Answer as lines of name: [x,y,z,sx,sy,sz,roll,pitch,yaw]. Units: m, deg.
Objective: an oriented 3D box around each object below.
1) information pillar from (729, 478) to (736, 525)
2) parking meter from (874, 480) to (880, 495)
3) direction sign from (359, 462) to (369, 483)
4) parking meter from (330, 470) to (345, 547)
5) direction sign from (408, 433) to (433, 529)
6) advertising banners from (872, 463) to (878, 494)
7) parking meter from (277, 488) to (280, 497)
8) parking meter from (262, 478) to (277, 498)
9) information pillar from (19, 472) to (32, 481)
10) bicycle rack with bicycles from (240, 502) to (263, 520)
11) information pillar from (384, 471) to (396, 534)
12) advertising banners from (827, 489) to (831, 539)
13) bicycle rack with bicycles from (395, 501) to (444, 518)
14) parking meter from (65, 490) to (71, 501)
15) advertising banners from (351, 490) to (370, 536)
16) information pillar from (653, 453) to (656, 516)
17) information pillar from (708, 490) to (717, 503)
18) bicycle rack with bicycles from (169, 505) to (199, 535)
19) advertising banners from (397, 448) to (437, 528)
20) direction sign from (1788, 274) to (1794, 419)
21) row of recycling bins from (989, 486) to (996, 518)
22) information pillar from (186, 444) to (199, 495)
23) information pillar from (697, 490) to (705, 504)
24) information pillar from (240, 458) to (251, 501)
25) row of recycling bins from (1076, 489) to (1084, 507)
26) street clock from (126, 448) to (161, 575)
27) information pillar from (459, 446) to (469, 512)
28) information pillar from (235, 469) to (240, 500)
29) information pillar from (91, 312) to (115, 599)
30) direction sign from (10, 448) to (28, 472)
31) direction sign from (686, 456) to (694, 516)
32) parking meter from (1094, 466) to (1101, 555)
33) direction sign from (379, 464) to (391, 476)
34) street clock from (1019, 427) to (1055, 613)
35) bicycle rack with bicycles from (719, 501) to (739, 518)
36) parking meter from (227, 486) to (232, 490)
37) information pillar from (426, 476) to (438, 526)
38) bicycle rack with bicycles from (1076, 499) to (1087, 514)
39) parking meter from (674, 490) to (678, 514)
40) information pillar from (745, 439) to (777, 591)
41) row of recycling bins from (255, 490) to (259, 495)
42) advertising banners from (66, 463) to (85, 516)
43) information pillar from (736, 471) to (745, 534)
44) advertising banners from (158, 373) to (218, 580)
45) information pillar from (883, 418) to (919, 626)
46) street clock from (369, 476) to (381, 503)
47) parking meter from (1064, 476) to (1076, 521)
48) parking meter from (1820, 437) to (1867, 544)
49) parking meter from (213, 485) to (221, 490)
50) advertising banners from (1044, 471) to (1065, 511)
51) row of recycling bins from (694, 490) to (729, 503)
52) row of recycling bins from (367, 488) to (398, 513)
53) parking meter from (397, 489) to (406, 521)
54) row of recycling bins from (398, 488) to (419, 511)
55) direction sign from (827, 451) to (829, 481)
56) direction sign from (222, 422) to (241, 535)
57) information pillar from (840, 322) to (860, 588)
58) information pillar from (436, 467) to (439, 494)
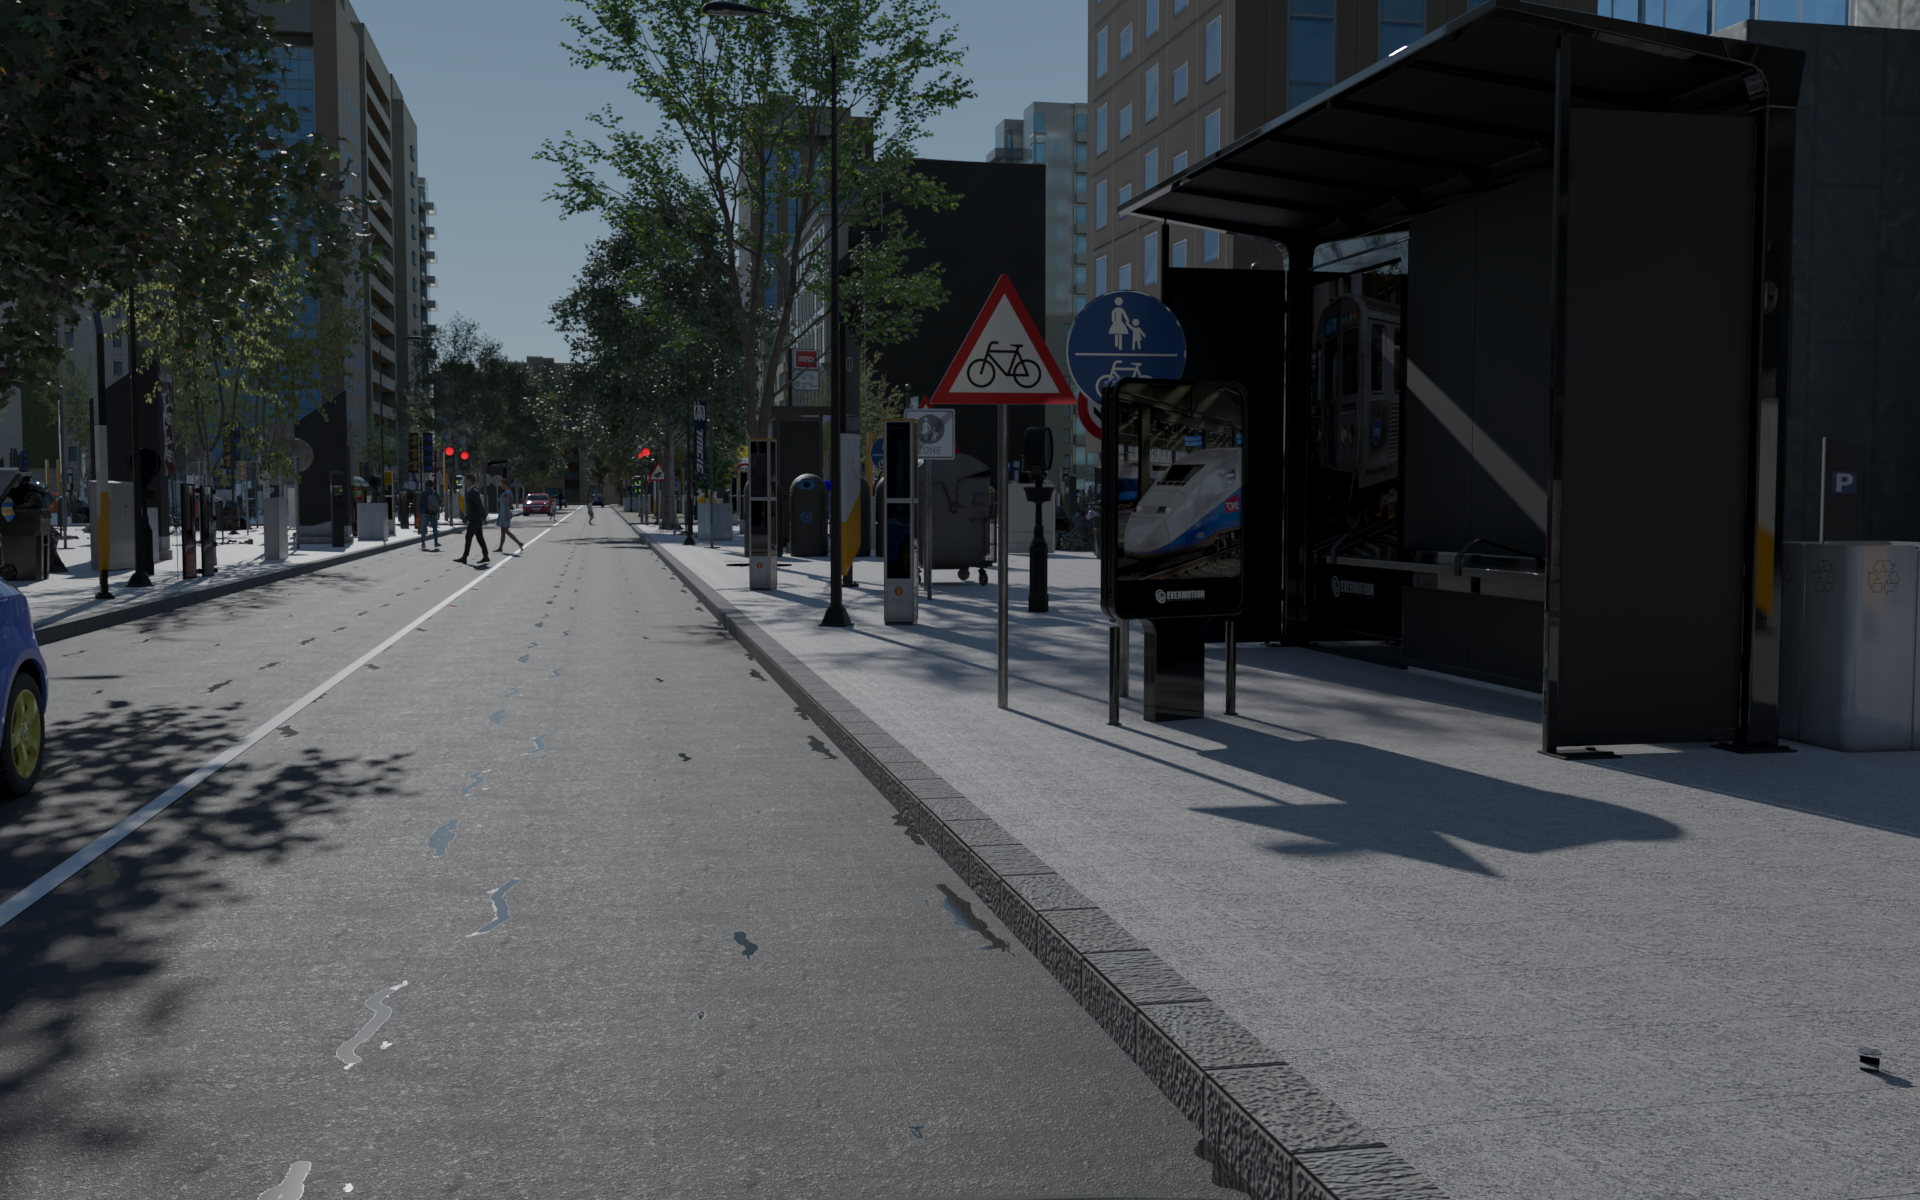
information pillar: [-9.286,-4.066,70.970,0.304,2.012,0.304,-1,4,-21]
parking meter: [-3.392,-4.058,72.061,0.255,1.863,0.399,1,4,13]
direction sign: [-42.421,-8.033,123.340,0.379,3.537,0.876,2,4,24]
parking meter: [-15.069,-2.214,41.912,0.255,1.863,0.399,-2,4,-28]
direction sign: [-19.867,-4.396,63.870,0.876,3.537,0.379,0,4,-1]
advertising banners: [-4.993,-5.559,87.072,2.074,3.025,0.090,-2,4,-23]
parking meter: [-29.688,-4.091,75.293,0.372,1.533,0.369,0,3,0]
parking meter: [-23.163,-3.206,58.128,0.255,1.863,0.399,3,5,42]
information pillar: [-31.739,-3.323,58.816,0.304,2.012,0.304,1,4,20]
bicycle rack with bicycles: [-34.951,-4.314,83.909,2.852,0.926,2.925,-3,5,-45]
information pillar: [-18.320,-3.127,55.618,0.304,2.012,0.304,0,4,-8]
advertising banners: [-3.907,-3.307,50.262,0.090,3.025,2.074,-1,4,-18]
bicycle rack with bicycles: [-29.777,-4.984,94.875,2.925,0.926,2.852,3,5,42]
parking meter: [-53.975,-5.897,104.834,0.372,1.533,0.369,0,3,0]
advertising banners: [-18.891,-3.431,52.291,2.074,3.025,0.090,-2,4,-32]
information pillar: [-17.526,-6.625,99.669,0.183,3.616,0.504,0,4,7]
information pillar: [-13.763,-6.424,96.390,0.504,3.616,0.183,-1,4,-20]
bicycle rack with bicycles: [-25.187,-2.531,54.762,2.925,0.926,2.852,1,4,23]
advertising banners: [-20.351,-4.209,65.006,2.074,3.025,0.090,2,4,29]
direction sign: [8.164,-1.594,18.060,0.876,3.537,0.379,1,4,17]
row of recycling bins: [2.775,-5.004,88.928,3.534,1.692,1.069,0,4,3]
information pillar: [-34.215,-5.249,77.182,0.183,3.616,0.504,3,5,41]
information pillar: [-14.874,-6.592,99.139,0.504,3.616,0.183,-3,4,-37]
information pillar: [-45.071,-7.228,109.535,0.504,3.616,0.183,-1,4,-9]
row of recycling bins: [9.854,-8.221,141.520,1.069,1.692,3.534,3,4,37]
street clock: [-12.881,-1.394,27.370,0.471,2.002,0.358,-3,5,-41]
information pillar: [-23.281,-5.510,81.446,0.504,3.616,0.183,1,4,10]
information pillar: [-58.987,-9.188,141.580,0.504,3.616,0.183,1,4,16]
information pillar: [-10.467,-1.820,21.106,0.183,3.616,0.504,-2,4,-32]
direction sign: [-49.436,-6.062,91.115,0.876,3.537,0.379,0,4,3]
direction sign: [-15.879,-6.796,103.110,0.876,3.537,0.379,0,4,-7]
parking meter: [3.024,-1.867,36.236,0.399,1.863,0.255,3,5,42]
direction sign: [-43.843,-8.567,132.060,0.876,3.537,0.379,-2,4,-32]
street clock: [0.854,-0.869,18.778,0.358,2.002,0.471,1,4,15]
bicycle rack with bicycles: [-12.313,-4.936,94.090,2.925,0.926,2.852,-2,4,-34]
parking meter: [-49.808,-6.884,118.269,0.399,1.863,0.255,0,4,7]
information pillar: [-21.028,-3.945,69.000,0.304,2.012,0.304,1,4,20]
bicycle rack with bicycles: [9.407,-6.675,122.524,2.925,0.926,2.852,2,4,33]
parking meter: [-18.532,-6.385,112.803,0.372,1.533,0.369,0,3,0]
information pillar: [-2.626,-1.136,23.073,0.304,2.012,0.304,1,4,12]
row of recycling bins: [-54.312,-7.938,136.894,3.534,1.692,1.069,-3,4,-36]
advertising banners: [-50.463,-6.275,98.791,2.074,3.025,0.090,2,4,29]
information pillar: [-6.902,-3.114,55.408,0.304,2.012,0.304,0,4,-4]
advertising banners: [-11.668,-1.834,26.180,0.090,3.025,2.074,0,4,-4]
information pillar: [-0.578,-0.765,16.992,0.304,2.012,0.304,0,4,8]
street clock: [-23.140,-3.918,68.631,0.471,2.002,0.358,1,4,22]
parking meter: [3.574,-3.082,56.109,0.255,1.863,0.399,-2,4,-26]
parking meter: [9.121,-0.746,17.901,0.399,1.863,0.255,1,4,20]
parking meter: [-46.658,-6.305,108.802,0.255,1.863,0.399,3,4,36]
advertising banners: [3.454,-4.150,64.048,0.090,3.025,2.074,2,4,34]
row of recycling bins: [-16.692,-6.750,117.477,3.534,1.692,1.069,-1,4,-14]
row of recycling bins: [-37.783,-6.293,109.996,3.534,1.692,1.069,0,4,3]
parking meter: [-26.315,-4.478,81.632,0.372,1.533,0.369,0,3,0]
row of recycling bins: [-38.850,-6.934,120.481,3.534,1.692,1.069,1,4,14]
direction sign: [-6.910,-6.050,90.906,0.379,3.537,0.876,-1,4,-10]
direction sign: [-22.998,-3.838,54.754,0.379,3.537,0.876,1,4,11]
information pillar: [-1.521,-1.991,23.903,0.183,3.616,0.504,1,4,22]
information pillar: [-40.661,-8.753,134.473,0.504,3.616,0.183,-1,4,-21]
